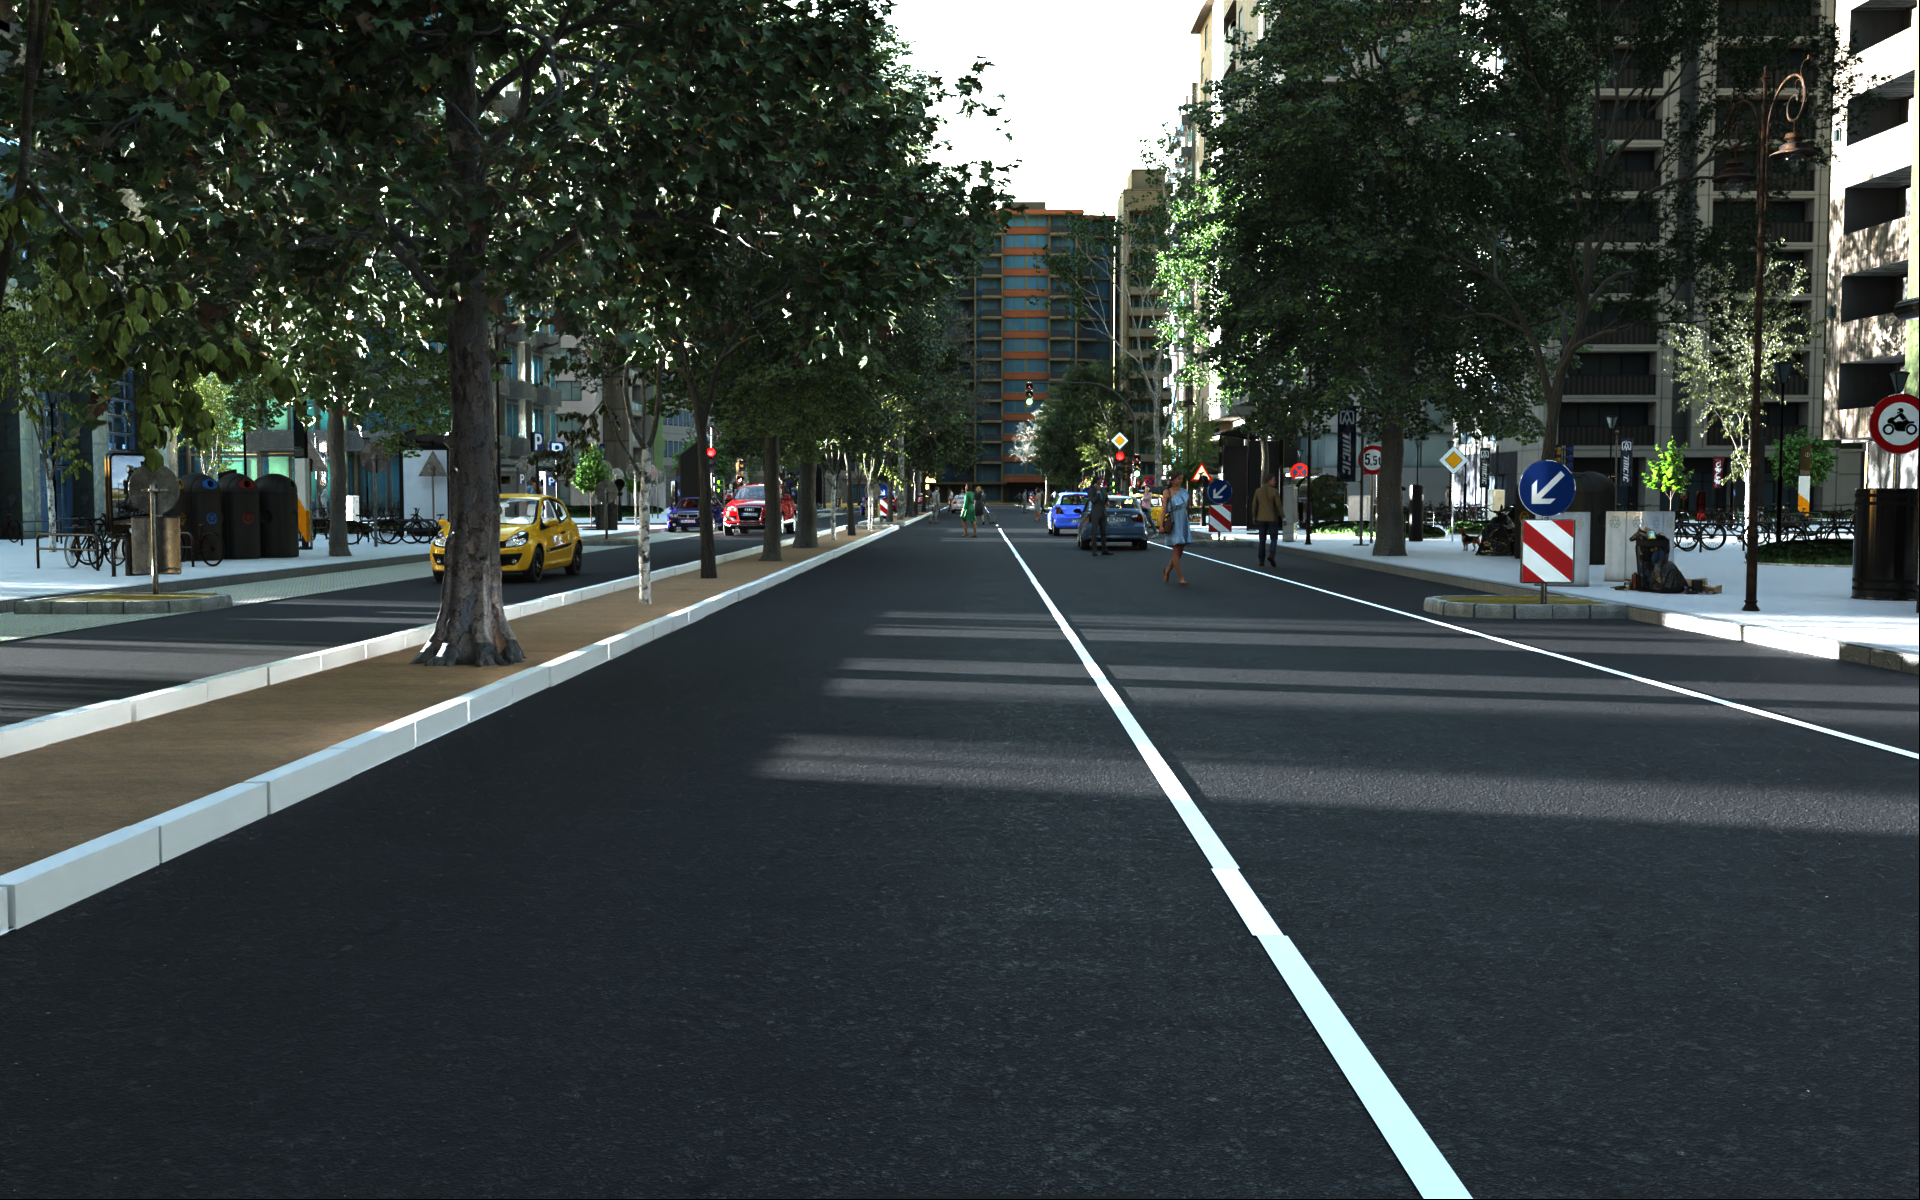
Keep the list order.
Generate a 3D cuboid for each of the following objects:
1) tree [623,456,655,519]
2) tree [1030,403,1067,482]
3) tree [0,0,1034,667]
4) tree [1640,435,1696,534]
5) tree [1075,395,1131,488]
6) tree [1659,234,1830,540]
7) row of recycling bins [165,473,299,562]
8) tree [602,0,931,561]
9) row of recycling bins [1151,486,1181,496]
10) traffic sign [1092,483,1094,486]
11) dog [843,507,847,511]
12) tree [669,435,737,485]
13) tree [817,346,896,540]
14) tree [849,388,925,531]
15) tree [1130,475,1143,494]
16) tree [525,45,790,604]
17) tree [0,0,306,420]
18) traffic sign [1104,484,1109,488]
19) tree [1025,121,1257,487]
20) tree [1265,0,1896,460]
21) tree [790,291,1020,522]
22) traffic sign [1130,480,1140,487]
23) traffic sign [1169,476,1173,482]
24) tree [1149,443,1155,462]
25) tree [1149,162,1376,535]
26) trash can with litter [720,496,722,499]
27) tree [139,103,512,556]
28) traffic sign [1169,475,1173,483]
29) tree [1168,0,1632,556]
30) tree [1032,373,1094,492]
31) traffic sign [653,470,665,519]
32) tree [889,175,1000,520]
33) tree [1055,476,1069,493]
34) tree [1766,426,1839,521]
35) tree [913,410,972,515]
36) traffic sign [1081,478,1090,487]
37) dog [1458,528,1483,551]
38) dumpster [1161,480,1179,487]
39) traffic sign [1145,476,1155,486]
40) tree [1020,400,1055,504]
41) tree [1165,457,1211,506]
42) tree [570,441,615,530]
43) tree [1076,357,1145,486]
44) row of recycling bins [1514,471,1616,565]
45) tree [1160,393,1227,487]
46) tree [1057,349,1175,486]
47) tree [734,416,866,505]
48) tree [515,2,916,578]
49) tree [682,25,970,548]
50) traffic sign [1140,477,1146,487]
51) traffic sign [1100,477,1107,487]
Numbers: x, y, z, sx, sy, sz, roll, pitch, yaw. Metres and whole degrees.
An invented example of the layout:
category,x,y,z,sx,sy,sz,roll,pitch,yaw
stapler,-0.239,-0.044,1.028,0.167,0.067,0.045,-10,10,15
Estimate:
category,x,y,z,sx,sy,sz,roll,pitch,yaw
tree,-16.436,-5.694,87.694,1.663,3.219,1.824,0,3,0
tree,11.528,-16.197,190.581,9.928,11.665,9.643,0,3,0
tree,-4.140,-5.812,14.499,9.611,12.733,9.660,0,3,0
tree,22.916,-3.728,55.556,1.663,3.219,1.824,0,3,0
tree,9.700,-10.276,118.367,4.737,8.622,4.395,0,3,0
tree,21.864,-5.998,48.426,4.360,8.622,3.978,0,3,0
row of recycling bins,-14.525,-1.637,33.879,1.069,1.692,3.534,2,4,27
tree,-4.106,-7.116,36.934,7.486,12.596,7.792,0,3,0
row of recycling bins,10.215,-4.861,86.598,1.069,1.692,3.534,2,4,31
traffic sign,10.233,-7.949,130.064,0.768,2.556,0.104,0,4,8
dog,-9.510,-7.458,142.126,0.748,0.427,0.550,-3,4,-39
tree,-12.926,-6.347,87.482,4.285,4.588,4.351,0,3,0
tree,-3.941,-6.167,53.644,4.360,8.622,3.978,0,3,0
tree,-3.415,-6.928,66.086,4.737,8.622,4.395,0,3,0
tree,15.566,-9.576,151.172,1.663,3.219,1.824,0,3,0
tree,-4.085,-4.254,22.369,4.360,8.622,3.978,0,3,0
tree,-4.171,-3.289,6.602,4.737,8.622,4.395,0,3,0
traffic sign,12.777,-9.418,153.994,0.884,2.594,0.081,0,4,7
tree,9.766,-14.385,91.092,12.611,20.169,13.585,0,3,0
tree,8.749,-5.588,25.772,8.767,10.594,7.601,1,4,12
tree,-3.340,-10.393,82.754,12.009,13.543,11.850,0,3,0
traffic sign,13.873,-8.406,137.551,0.768,2.556,0.104,0,4,6
traffic sign,12.332,-6.057,98.769,0.795,2.593,0.064,0,4,4
tree,16.770,-11.234,134.036,4.737,8.622,4.395,0,3,0
tree,9.516,-7.871,54.444,9.928,11.665,9.643,0,3,0
trash can with litter,-15.576,-6.157,111.728,2.233,1.210,1.678,0,4,5
tree,-13.275,-7.173,35.406,7.486,12.596,7.792,0,3,0
traffic sign,12.747,-6.260,102.462,0.768,2.556,0.104,0,4,6
tree,9.067,-7.900,35.817,9.857,13.997,8.962,0,3,0
tree,10.676,-14.857,161.038,7.486,12.596,7.792,0,3,0
traffic sign,-15.839,-5.543,90.735,0.768,2.556,0.104,1,4,9
tree,-4.457,-14.518,95.716,12.611,20.169,13.585,0,3,0
tree,9.950,-10.615,168.150,1.663,3.219,1.824,0,3,0
tree,40.817,-6.136,84.045,4.285,4.588,4.351,0,3,0
tree,-2.768,-12.791,137.346,9.928,11.665,9.643,0,3,0
traffic sign,9.594,-8.047,131.579,0.884,2.594,0.081,0,4,3
dog,11.493,-1.355,38.982,0.540,0.507,0.406,1,4,17
dumpster,14.102,-7.068,118.055,1.502,2.255,1.985,0,4,0
traffic sign,13.552,-7.541,123.397,0.768,2.556,0.104,0,4,5
tree,11.292,-19.244,225.008,12.009,13.543,11.850,0,3,0
tree,18.795,-9.874,145.146,4.285,4.588,4.351,0,3,0
tree,-14.026,-4.358,65.850,1.663,3.219,1.824,0,3,0
tree,10.660,-13.939,144.908,9.611,12.733,9.660,0,3,0
row of recycling bins,11.546,-1.588,33.069,1.069,1.692,3.534,0,4,-1
tree,17.555,-10.698,125.282,4.737,8.622,4.395,0,3,0
tree,10.035,-10.752,110.215,8.767,10.594,7.601,2,4,33
tree,-12.713,-12.047,122.721,9.928,11.665,9.643,0,3,0
tree,-4.229,-5.657,29.366,8.767,10.594,7.601,0,4,1
tree,-4.101,-8.351,45.646,9.857,13.997,8.962,0,3,0
traffic sign,14.146,-8.064,131.846,0.884,2.594,0.081,0,4,7
traffic sign,10.759,-8.043,131.616,0.768,2.556,0.104,1,4,10
